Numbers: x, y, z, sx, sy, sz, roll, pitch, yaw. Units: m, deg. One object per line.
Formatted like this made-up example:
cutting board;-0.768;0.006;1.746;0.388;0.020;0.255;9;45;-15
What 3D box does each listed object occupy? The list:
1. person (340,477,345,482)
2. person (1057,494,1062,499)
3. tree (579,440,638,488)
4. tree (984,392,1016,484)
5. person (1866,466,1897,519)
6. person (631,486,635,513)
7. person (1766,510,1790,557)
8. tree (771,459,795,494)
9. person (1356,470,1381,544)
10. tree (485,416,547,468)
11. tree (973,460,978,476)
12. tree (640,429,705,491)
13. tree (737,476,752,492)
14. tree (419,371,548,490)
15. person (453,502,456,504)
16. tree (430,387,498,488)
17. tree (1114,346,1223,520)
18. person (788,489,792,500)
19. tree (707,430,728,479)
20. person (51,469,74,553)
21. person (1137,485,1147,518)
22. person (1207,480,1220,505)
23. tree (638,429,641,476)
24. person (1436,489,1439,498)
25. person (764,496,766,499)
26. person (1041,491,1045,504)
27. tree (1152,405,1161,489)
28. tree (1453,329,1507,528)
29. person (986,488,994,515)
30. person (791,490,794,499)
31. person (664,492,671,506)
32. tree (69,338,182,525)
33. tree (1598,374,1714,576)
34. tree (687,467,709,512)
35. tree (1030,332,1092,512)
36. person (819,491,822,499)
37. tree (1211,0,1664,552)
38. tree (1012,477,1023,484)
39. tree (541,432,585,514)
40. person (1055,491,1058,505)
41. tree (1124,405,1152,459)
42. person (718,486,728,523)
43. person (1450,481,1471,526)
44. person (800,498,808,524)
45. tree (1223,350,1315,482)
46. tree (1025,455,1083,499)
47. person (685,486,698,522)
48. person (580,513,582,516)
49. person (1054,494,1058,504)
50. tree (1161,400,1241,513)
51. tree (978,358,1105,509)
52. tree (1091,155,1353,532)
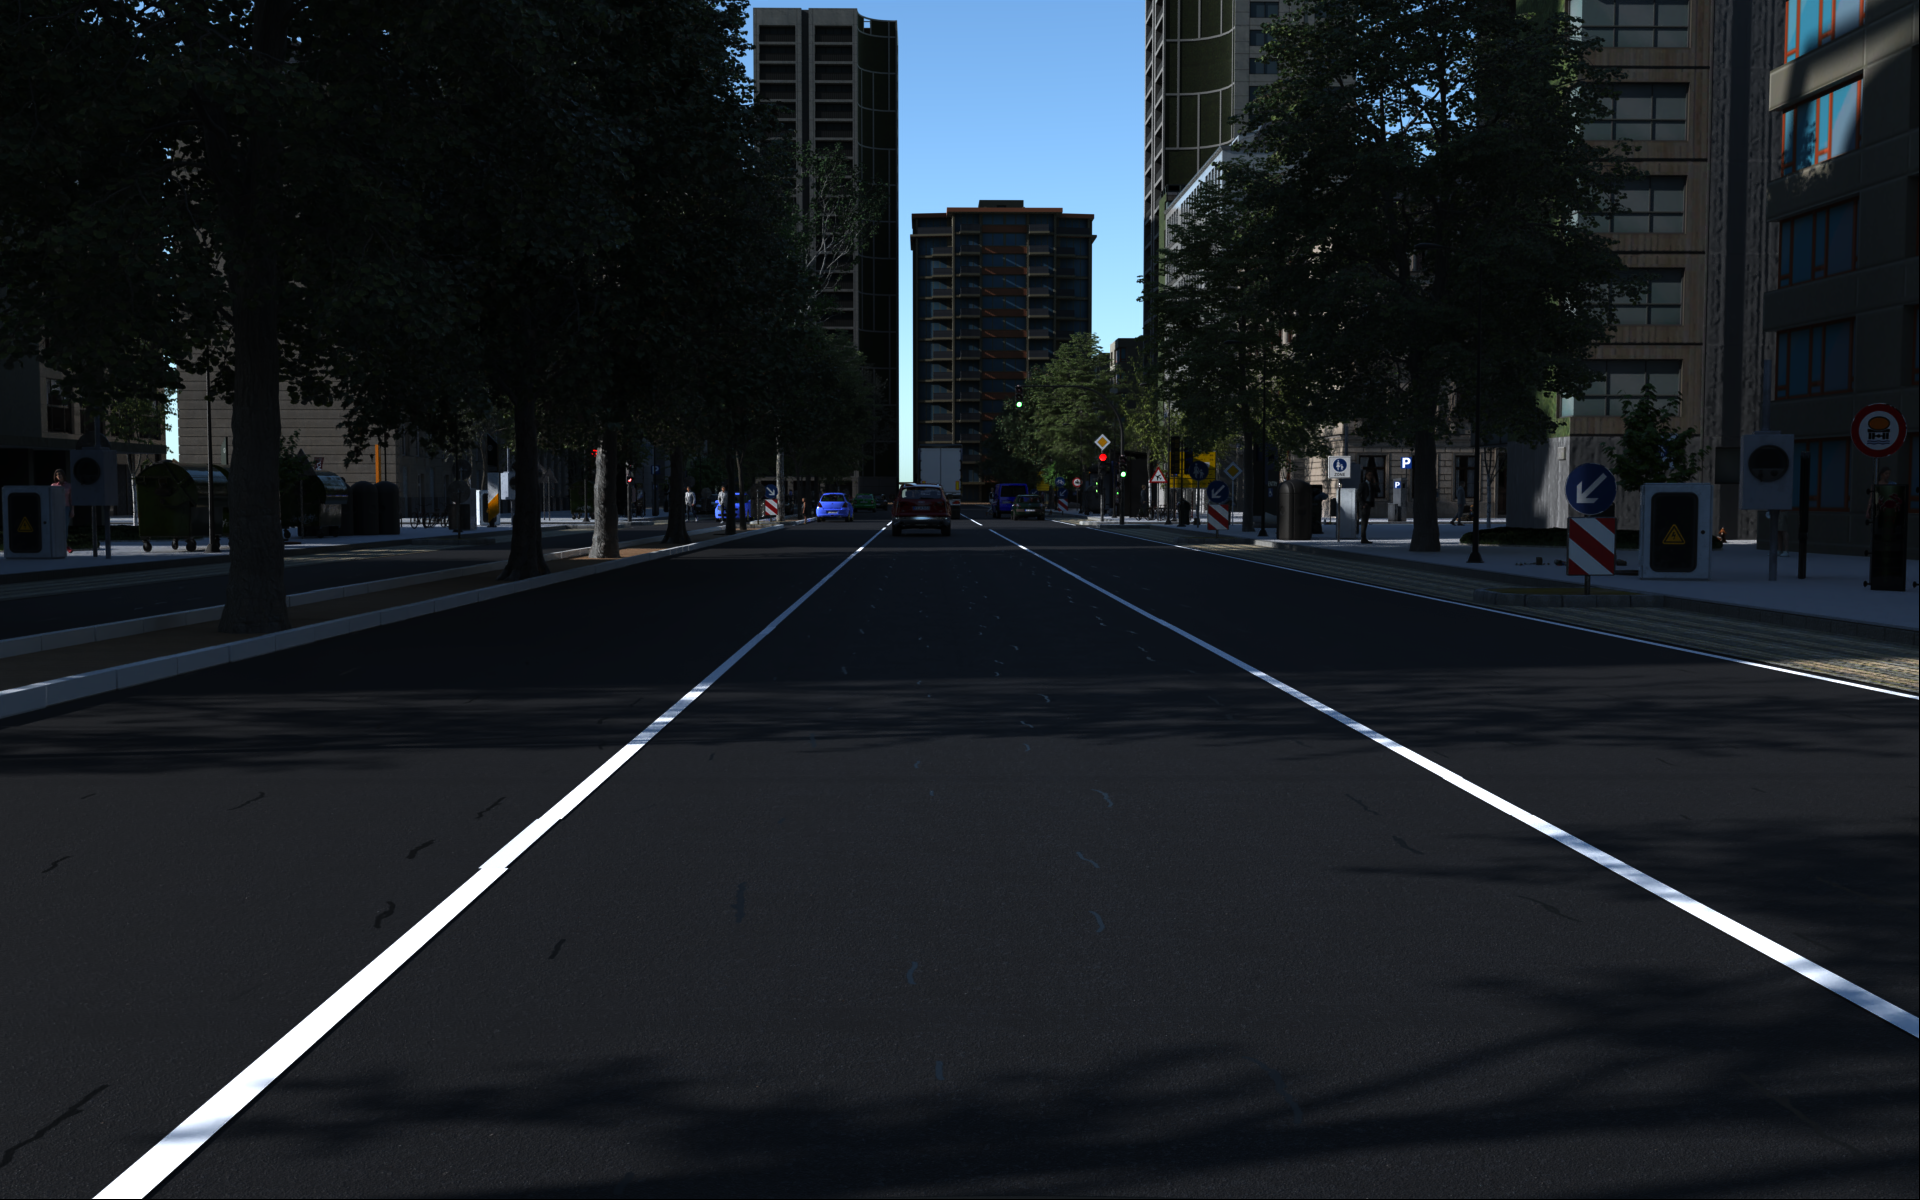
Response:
person;-20.114;-3.111;56.760;0.795;1.843;0.661;0;4;3
person;10.337;-10.591;179.924;1.217;1.735;0.721;-2;4;-23
tree;-26.389;-10.633;124.208;4.737;8.622;4.395;0;3;0
tree;7.302;-17.748;196.840;9.857;13.997;8.962;0;3;0
person;17.700;-1.660;33.271;0.616;1.811;0.778;1;4;11
person;-21.924;-6.680;115.356;0.767;1.812;0.694;2;4;30
person;16.850;-1.811;35.619;0.580;1.828;0.573;3;5;45
tree;-19.724;-14.960;194.956;4.737;8.622;4.395;0;3;0
person;10.649;-2.430;45.136;0.474;1.900;0.648;3;4;39
tree;-25.662;-9.252;101.633;4.737;8.622;4.395;0;3;0
tree;7.672;-15.467;169.886;9.611;12.733;9.660;0;3;0
tree;-18.944;-10.214;117.359;4.737;8.622;4.395;0;3;0
tree;-20.177;-10.301;163.026;1.663;3.219;1.824;0;3;0
tree;-25.102;-9.626;91.793;7.601;10.594;8.767;0;4;3
person;-20.668;-3.979;71.219;0.709;1.813;0.853;3;5;44
tree;-24.425;-8.248;85.220;4.360;8.622;3.978;0;3;0
tree;9.756;-8.338;86.685;4.737;8.622;4.395;0;3;0
person;-19.860;-11.984;201.854;0.599;1.838;0.709;2;4;31
tree;-18.812;-14.192;150.159;7.486;12.596;7.792;0;3;0
person;-19.491;-1.925;37.525;0.555;1.821;0.388;-2;4;-33
person;9.617;-5.173;91.050;0.534;1.772;0.576;-2;4;-32
person;9.597;-3.590;64.957;0.641;1.798;0.478;-1;4;-9
tree;-25.833;-11.028;130.674;4.737;8.622;4.395;0;3;0
person;15.061;-3.027;55.806;0.793;1.790;0.793;0;4;7
person;-22.333;-11.668;197.501;0.721;1.739;1.217;1;4;10
person;8.557;-10.415;177.272;0.436;1.711;0.756;1;4;17
tree;16.450;-10.804;127.007;4.360;8.622;3.978;0;3;0
tree;20.128;-7.020;65.132;4.360;8.622;3.978;0;3;0
person;2.045;-6.353;112.243;0.818;1.842;0.514;1;4;9
person;-20.970;-12.827;215.896;0.705;1.807;1.348;1;4;10
person;-28.749;-10.151;172.031;1.348;1.822;0.705;-1;4;-14
tree;-31.004;-6.998;64.777;4.737;8.622;4.395;0;3;0
tree;10.789;-2.011;27.478;1.663;3.219;1.824;0;3;0
tree;-18.831;-7.879;123.431;1.663;3.219;1.824;0;3;0
tree;8.373;-12.455;121.759;7.486;12.596;7.792;0;3;0
person;-13.265;-9.509;164.647;0.621;1.740;0.551;-2;4;-30
tree;10.491;-8.053;38.323;9.857;13.997;8.962;0;3;0
tree;7.159;-12.537;188.686;4.285;4.588;4.351;0;3;0
tree;-24.451;-9.708;109.080;4.360;8.622;3.978;0;3;0
person;11.012;-11.629;196.890;0.721;1.735;1.217;-1;4;-15
tree;14.791;-11.333;135.657;4.360;8.622;3.978;0;3;0
person;-11.537;-4.683;84.905;0.661;1.843;0.795;0;4;8
person;20.364;-3.927;70.374;0.853;1.813;0.709;0;4;5
person;-7.400;-4.221;82.182;0.373;1.253;0.362;0;4;-3
tree;15.905;-8.259;85.402;4.737;8.622;4.395;0;3;0
tree;8.371;-9.446;138.156;4.285;4.588;4.351;0;3;0
person;-14.014;-5.005;90.183;0.661;1.843;0.795;2;4;31
person;-22.062;-5.847;101.986;0.599;1.781;0.374;-1;4;-16
person;9.783;-10.363;178.663;0.799;1.438;0.628;2;4;31
tree;16.436;-10.081;115.188;4.360;8.622;3.978;0;3;0
tree;7.711;-14.048;146.688;9.611;12.733;9.660;0;3;0
tree;9.448;-8.617;59.012;7.486;12.596;7.792;0;3;0
